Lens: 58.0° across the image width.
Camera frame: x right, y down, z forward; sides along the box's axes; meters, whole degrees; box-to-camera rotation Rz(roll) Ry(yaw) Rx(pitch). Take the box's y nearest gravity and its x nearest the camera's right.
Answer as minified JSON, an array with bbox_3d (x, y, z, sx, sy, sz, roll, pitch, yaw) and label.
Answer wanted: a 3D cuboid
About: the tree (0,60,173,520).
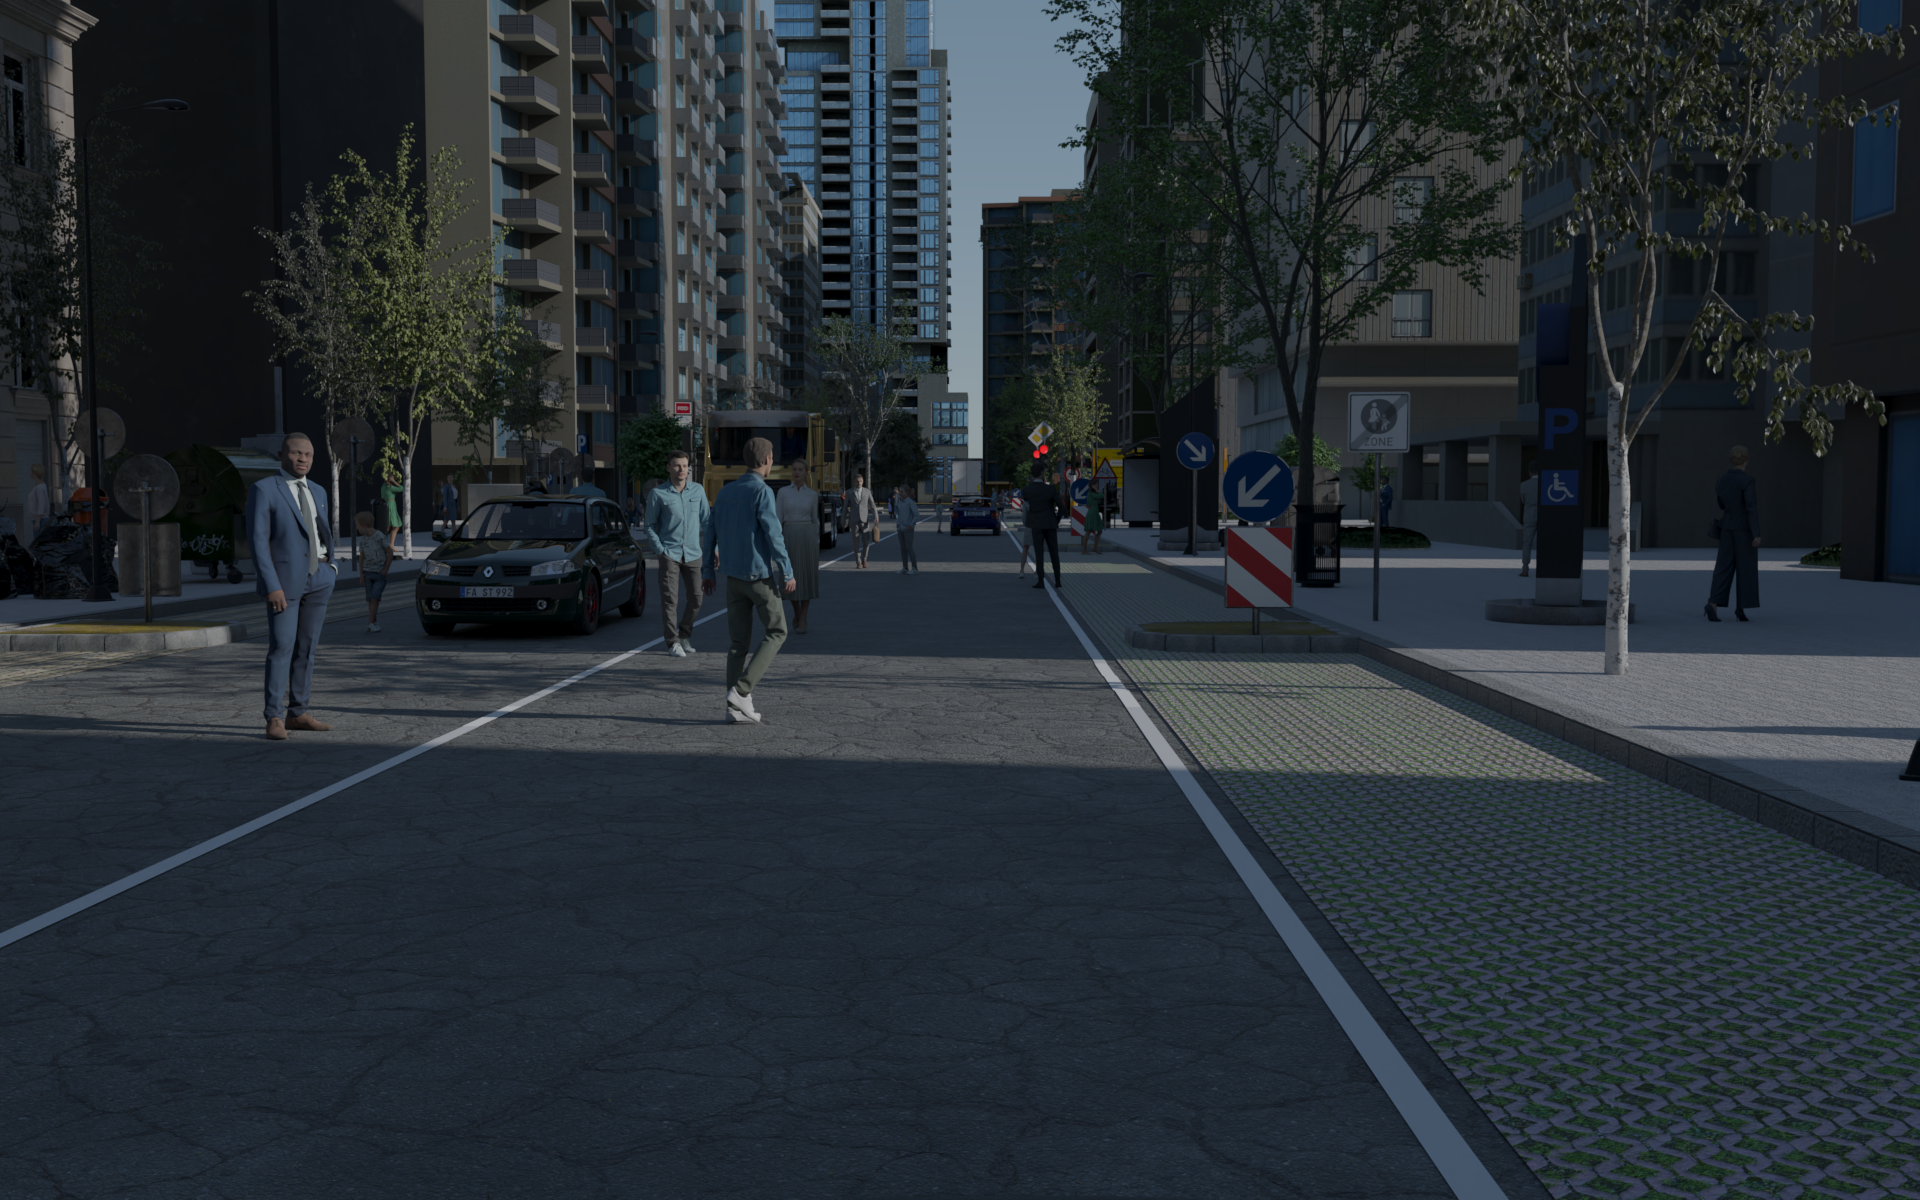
[{"bbox_3d":[-15.168,-4.806,28.939,4.360,8.622,3.978,0,3,0],"label":"tree"}]

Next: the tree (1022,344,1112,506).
[{"bbox_3d":[5.493,-8.173,83.994,4.737,8.622,4.395,0,3,0],"label":"tree"}]

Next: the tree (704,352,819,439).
[{"bbox_3d":[-10.440,-8.603,91.015,4.360,8.622,3.978,0,3,0],"label":"tree"}]

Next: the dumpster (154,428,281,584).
[{"bbox_3d":[-10.816,-1.400,25.382,1.502,2.255,1.985,0,4,1],"label":"dumpster"}]

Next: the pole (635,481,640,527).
[{"bbox_3d":[-12.478,-4.475,67.013,0.158,3.312,0.155,0,3,0],"label":"pole"}]

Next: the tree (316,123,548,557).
[{"bbox_3d":[-11.209,-5.206,35.474,4.737,8.622,4.395,0,3,0],"label":"tree"}]

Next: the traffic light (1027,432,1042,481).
[{"bbox_3d":[3.278,-5.220,74.263,0.839,4.253,0.868,0,4,1],"label":"traffic light"}]

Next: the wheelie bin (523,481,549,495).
[{"bbox_3d":[-10.332,-2.098,42.214,0.693,1.594,0.980,-3,5,-41],"label":"wheelie bin"}]

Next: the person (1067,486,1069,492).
[{"bbox_3d":[7.082,-6.636,114.788,0.529,1.795,0.600,0,4,-8],"label":"person"}]

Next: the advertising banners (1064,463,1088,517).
[{"bbox_3d":[6.534,-6.193,97.437,0.090,3.025,2.074,-3,4,-36],"label":"advertising banners"}]

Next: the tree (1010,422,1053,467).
[{"bbox_3d":[7.125,-13.412,169.644,4.360,8.622,3.978,0,3,0],"label":"tree"}]

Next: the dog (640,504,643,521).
[{"bbox_3d":[-15.349,-4.177,82.670,0.513,0.831,0.800,3,4,37],"label":"dog"}]

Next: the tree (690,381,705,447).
[{"bbox_3d":[-14.405,-9.410,104.208,4.360,8.622,3.978,0,3,0],"label":"tree"}]

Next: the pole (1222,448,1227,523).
[{"bbox_3d":[11.628,-5.029,76.063,0.158,3.312,0.155,0,3,0],"label":"pole"}]

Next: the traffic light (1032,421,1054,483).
[{"bbox_3d":[3.178,-4.731,66.279,0.839,4.253,0.868,0,4,1],"label":"traffic light"}]

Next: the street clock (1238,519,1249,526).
[{"bbox_3d":[5.895,-1.924,36.027,0.358,2.002,0.471,2,4,34],"label":"street clock"}]

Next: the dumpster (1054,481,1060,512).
[{"bbox_3d":[7.411,-7.613,126.964,1.502,2.255,1.985,0,4,1],"label":"dumpster"}]

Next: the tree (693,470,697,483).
[{"bbox_3d":[-15.956,-6.971,108.580,1.663,3.219,1.824,0,3,0],"label":"tree"}]

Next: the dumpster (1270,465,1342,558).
[{"bbox_3d":[7.002,-1.803,35.236,1.264,1.857,1.865,0,4,1],"label":"dumpster"}]

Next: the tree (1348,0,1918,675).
[{"bbox_3d":[4.628,-3.761,11.850,4.360,8.622,3.978,0,3,0],"label":"tree"}]

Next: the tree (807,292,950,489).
[{"bbox_3d":[-7.265,-18.676,161.243,12.611,20.169,13.585,0,3,0],"label":"tree"}]

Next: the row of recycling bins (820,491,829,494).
[{"bbox_3d":[-9.324,-6.542,114.077,1.069,1.692,3.534,1,4,10],"label":"row of recycling bins"}]

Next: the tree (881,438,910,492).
[{"bbox_3d":[-8.248,-15.880,210.003,4.360,8.622,3.978,0,3,0],"label":"tree"}]

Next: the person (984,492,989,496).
[{"bbox_3d":[3.124,-12.731,216.613,1.348,1.831,0.705,1,4,19],"label":"person"}]

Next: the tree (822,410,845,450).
[{"bbox_3d":[-10.199,-10.304,118.834,4.360,8.622,3.978,0,3,0],"label":"tree"}]

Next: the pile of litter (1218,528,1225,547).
[{"bbox_3d":[6.021,-1.730,42.249,1.719,0.858,1.176,1,4,15],"label":"pile of litter"}]

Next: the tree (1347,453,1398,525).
[{"bbox_3d":[15.102,-4.233,63.814,1.663,3.219,1.824,0,3,0],"label":"tree"}]

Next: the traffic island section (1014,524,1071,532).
[{"bbox_3d":[3.218,-2.698,66.392,2.009,0.180,2.903,0,4,1],"label":"traffic island section"}]

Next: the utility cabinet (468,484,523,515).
[{"bbox_3d":[-10.241,-1.807,38.229,1.173,1.500,0.318,-1,4,-14],"label":"utility cabinet"}]

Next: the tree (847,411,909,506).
[{"bbox_3d":[-9.381,-15.843,193.443,8.767,10.594,7.601,3,5,42],"label":"tree"}]

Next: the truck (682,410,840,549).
[{"bbox_3d":[-4.568,-2.872,42.878,3.469,3.379,9.791,0,4,0],"label":"truck"}]

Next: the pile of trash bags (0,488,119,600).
[{"bbox_3d":[-11.766,-0.773,22.389,1.912,1.369,3.447,0,4,-8],"label":"pile of trash bags"}]

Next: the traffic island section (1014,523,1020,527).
[{"bbox_3d":[3.318,-3.186,74.377,2.009,0.180,2.903,0,4,1],"label":"traffic island section"}]

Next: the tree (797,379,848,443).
[{"bbox_3d":[-9.183,-9.806,110.683,4.737,8.622,4.395,0,3,0],"label":"tree"}]

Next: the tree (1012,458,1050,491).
[{"bbox_3d":[6.431,-10.564,156.427,4.285,4.588,4.351,0,3,0],"label":"tree"}]

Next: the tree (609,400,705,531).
[{"bbox_3d":[-10.546,-4.698,60.527,4.285,4.588,4.351,0,3,0],"label":"tree"}]

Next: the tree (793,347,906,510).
[{"bbox_3d":[-9.646,-14.262,143.553,12.009,13.543,11.850,0,3,0],"label":"tree"}]

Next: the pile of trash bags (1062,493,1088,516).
[{"bbox_3d":[6.572,-5.604,101.379,1.912,1.369,3.447,1,4,17],"label":"pile of trash bags"}]

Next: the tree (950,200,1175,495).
[{"bbox_3d":[7.637,-15.480,108.987,12.611,20.169,13.585,0,3,0],"label":"tree"}]

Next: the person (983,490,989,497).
[{"bbox_3d":[2.770,-10.948,187.466,1.348,1.831,0.705,-3,4,-38],"label":"person"}]

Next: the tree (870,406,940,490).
[{"bbox_3d":[-7.635,-18.904,226.093,9.611,12.733,9.660,0,3,0],"label":"tree"}]

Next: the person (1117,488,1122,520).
[{"bbox_3d":[8.205,-4.930,86.848,0.606,1.804,0.583,-1,4,-21],"label":"person"}]

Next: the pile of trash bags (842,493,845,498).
[{"bbox_3d":[-9.707,-7.252,128.317,1.912,1.369,3.447,2,4,34],"label":"pile of trash bags"}]

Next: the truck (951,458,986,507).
[{"bbox_3d":[0.639,-9.263,140.357,2.839,4.237,11.283,0,4,1],"label":"truck"}]

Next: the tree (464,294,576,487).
[{"bbox_3d":[-15.858,-6.905,63.252,4.360,8.622,3.978,0,3,0],"label":"tree"}]

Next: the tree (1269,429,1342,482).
[{"bbox_3d":[15.327,-5.758,77.857,4.285,4.588,4.351,0,3,0],"label":"tree"}]

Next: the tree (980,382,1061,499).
[{"bbox_3d":[7.221,-17.673,195.606,9.857,13.997,8.962,0,3,0],"label":"tree"}]

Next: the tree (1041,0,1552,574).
[{"bbox_3d":[5.511,-6.262,28.146,9.928,11.665,9.643,0,3,0],"label":"tree"}]

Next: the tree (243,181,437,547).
[{"bbox_3d":[-14.926,-5.599,41.905,4.360,8.622,3.978,0,3,0],"label":"tree"}]
